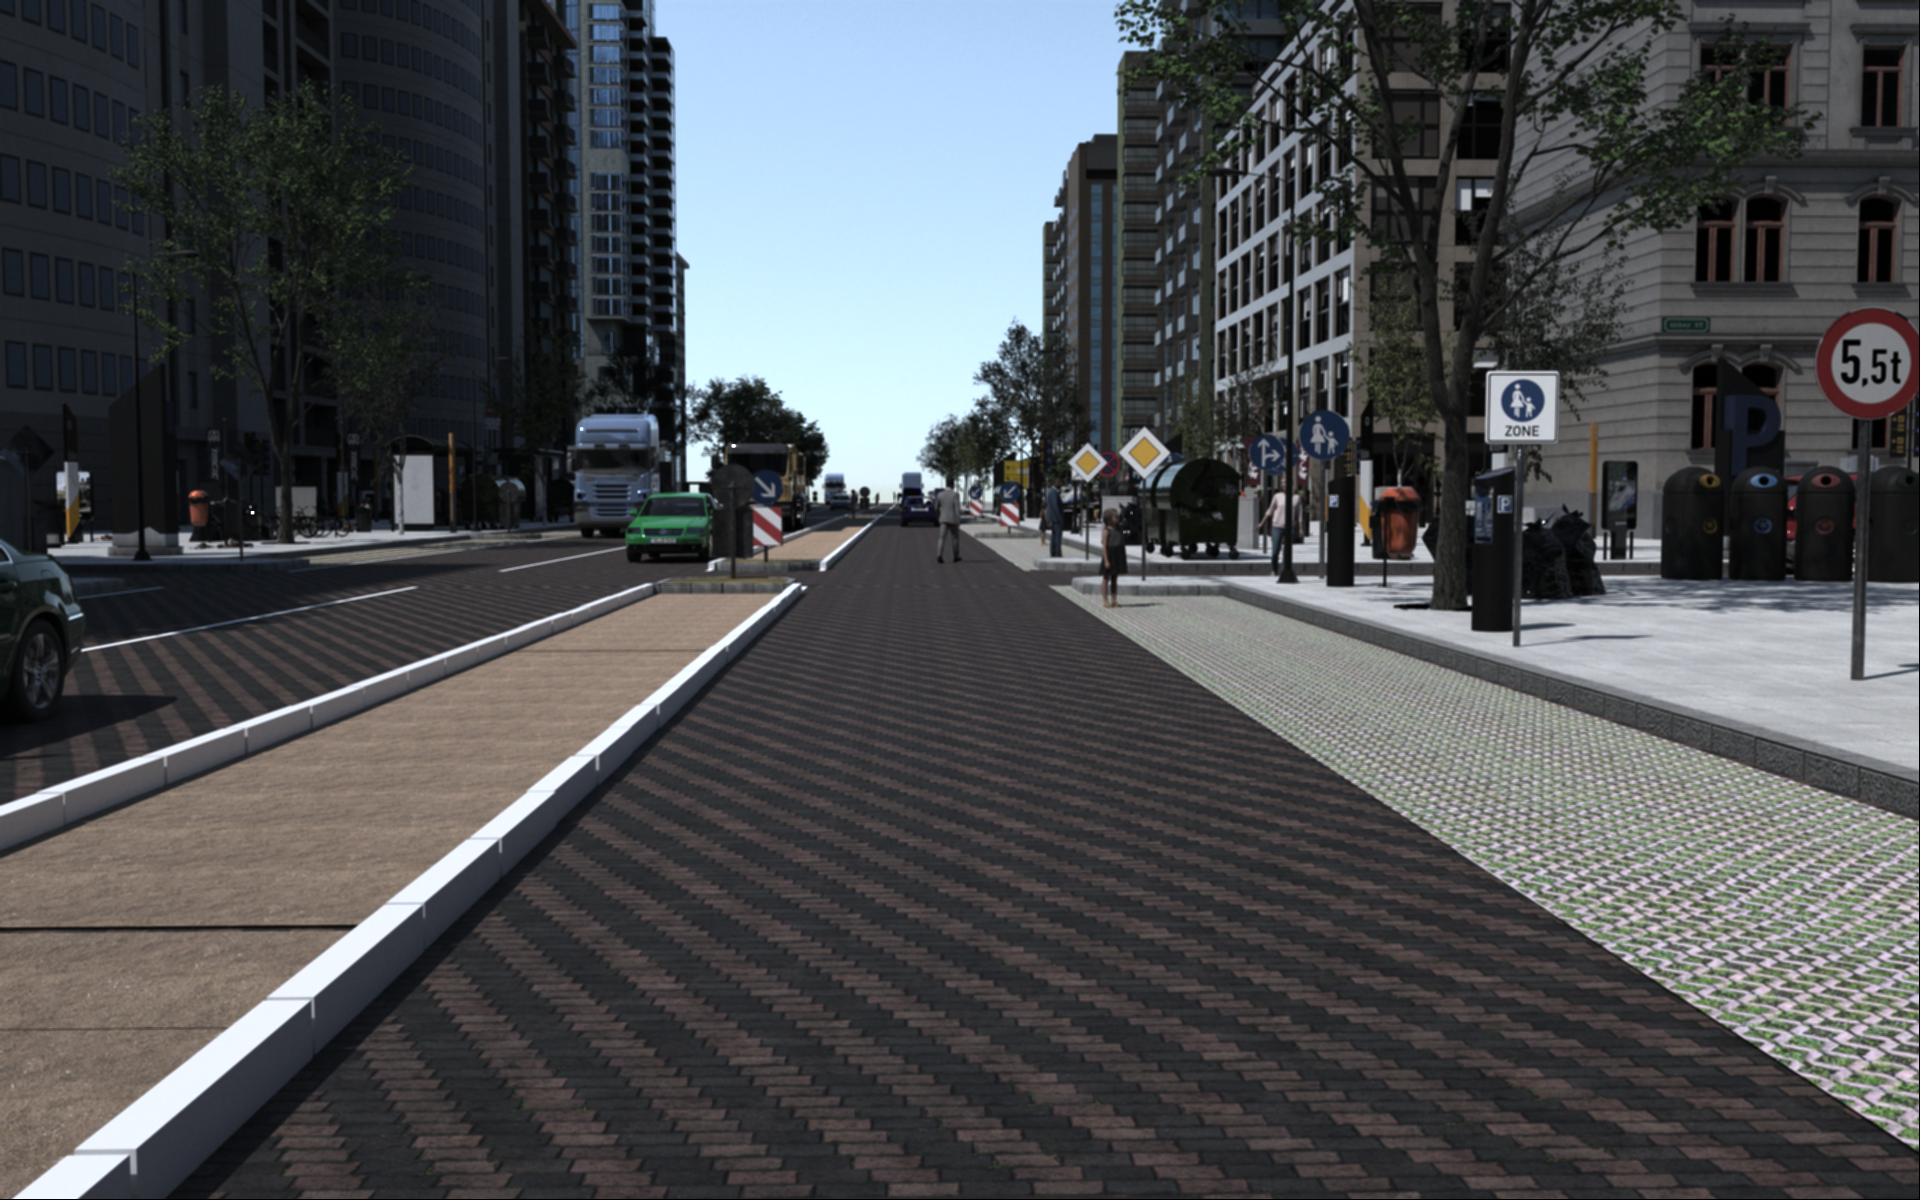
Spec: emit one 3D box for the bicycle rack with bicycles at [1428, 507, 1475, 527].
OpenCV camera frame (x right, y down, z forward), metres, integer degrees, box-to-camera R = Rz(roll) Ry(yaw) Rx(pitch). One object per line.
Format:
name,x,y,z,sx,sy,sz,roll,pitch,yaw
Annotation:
bicycle rack with bicycles,14.432,-2.137,48.322,2.852,0.926,2.925,0,4,6

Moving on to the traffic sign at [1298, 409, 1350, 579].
traffic sign,5.492,-1.597,26.210,0.768,2.556,0.104,0,4,3

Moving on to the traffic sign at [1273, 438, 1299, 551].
traffic sign,7.266,-2.391,39.200,0.768,2.556,0.104,0,4,1

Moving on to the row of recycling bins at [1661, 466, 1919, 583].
row of recycling bins,12.331,-1.139,25.744,3.534,1.692,1.069,1,4,17

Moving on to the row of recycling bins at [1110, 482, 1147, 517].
row of recycling bins,6.644,-3.114,58.028,3.534,1.692,1.069,-2,4,-28

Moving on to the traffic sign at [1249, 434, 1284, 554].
traffic sign,6.552,-2.264,37.120,0.768,2.556,0.104,0,4,-1

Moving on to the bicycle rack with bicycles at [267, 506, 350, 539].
bicycle rack with bicycles,-19.492,-2.316,51.251,2.925,0.926,2.852,-3,5,-42

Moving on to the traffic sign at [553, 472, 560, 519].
traffic sign,-20.887,-5.439,89.029,0.768,2.556,0.104,0,4,5

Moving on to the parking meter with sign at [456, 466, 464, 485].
parking meter with sign,-30.931,-6.761,106.810,0.543,3.016,1.738,0,4,3

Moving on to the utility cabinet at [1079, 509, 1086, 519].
utility cabinet,6.513,-4.806,89.739,0.306,1.237,1.020,-1,4,-19

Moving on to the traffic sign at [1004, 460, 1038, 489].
traffic sign,3.762,-6.773,104.609,2.265,3.308,0.079,0,3,0

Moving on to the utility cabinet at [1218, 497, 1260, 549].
utility cabinet,6.477,-1.793,40.481,1.020,1.237,0.306,3,4,36

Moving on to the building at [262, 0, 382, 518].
building,-43.283,-40.021,92.601,20.563,71.187,20.611,0,4,-2

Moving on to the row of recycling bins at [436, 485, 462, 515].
row of recycling bins,-23.371,-4.574,81.890,3.534,1.692,1.069,-2,4,-33

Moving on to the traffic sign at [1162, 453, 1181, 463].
traffic sign,6.554,-3.260,53.413,0.768,2.556,0.104,0,4,0

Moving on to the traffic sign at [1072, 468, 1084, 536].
traffic sign,3.687,-3.088,52.616,0.606,2.300,0.079,0,4,0

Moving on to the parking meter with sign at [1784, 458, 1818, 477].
parking meter with sign,17.740,-2.470,36.650,1.738,3.016,0.543,0,4,6

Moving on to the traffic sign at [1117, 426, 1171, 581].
traffic sign,2.710,-1.338,25.525,0.795,2.450,0.064,0,4,-2

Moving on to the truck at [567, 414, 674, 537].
truck,-11.688,-4.553,64.195,2.967,4.110,18.799,0,4,-3

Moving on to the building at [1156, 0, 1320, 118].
building,28.171,-31.919,141.481,23.786,49.044,30.456,0,4,-2

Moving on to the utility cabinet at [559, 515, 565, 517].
utility cabinet,-22.014,-5.199,93.683,1.173,1.500,0.318,-2,4,-26

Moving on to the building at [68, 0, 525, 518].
building,-44.215,-35.375,120.381,21.231,58.520,28.212,0,4,-2

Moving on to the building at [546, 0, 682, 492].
building,-46.967,-55.487,219.882,22.319,86.520,31.000,0,4,-2

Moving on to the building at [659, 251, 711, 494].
building,-52.573,-34.073,248.973,32.217,40.220,23.993,0,4,-2

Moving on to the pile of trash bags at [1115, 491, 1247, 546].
pile of trash bags,5.508,-2.072,43.630,3.447,1.369,1.912,1,4,11

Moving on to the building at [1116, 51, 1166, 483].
building,21.637,-29.382,163.986,14.154,41.232,14.086,0,4,-2

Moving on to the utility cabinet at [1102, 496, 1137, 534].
utility cabinet,4.614,-2.384,50.133,1.020,1.237,0.306,2,4,34

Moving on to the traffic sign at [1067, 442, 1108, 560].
traffic sign,2.464,-1.827,33.507,0.795,2.450,0.064,0,4,-2

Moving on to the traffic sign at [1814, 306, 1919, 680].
traffic sign,6.195,-0.720,11.879,0.768,2.556,0.104,0,4,-1

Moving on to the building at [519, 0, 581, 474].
building,-45.445,-30.268,149.511,22.147,44.769,28.867,0,4,-2

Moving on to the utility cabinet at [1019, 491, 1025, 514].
utility cabinet,3.732,-6.100,108.408,0.318,1.500,1.173,-1,4,-20

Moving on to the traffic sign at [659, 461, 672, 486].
traffic sign,-19.116,-6.988,108.122,2.265,3.308,0.079,0,4,2

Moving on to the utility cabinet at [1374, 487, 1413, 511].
utility cabinet,12.864,-2.616,51.446,0.318,1.500,1.173,-3,4,-38

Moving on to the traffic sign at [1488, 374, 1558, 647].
traffic sign,4.680,-0.756,14.496,0.606,2.300,0.079,0,4,0

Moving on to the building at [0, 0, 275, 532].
building,-40.436,-31.725,60.709,21.231,58.520,28.212,0,4,-2

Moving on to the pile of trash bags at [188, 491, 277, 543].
pile of trash bags,-19.958,-2.271,46.886,1.912,1.369,3.447,0,4,0

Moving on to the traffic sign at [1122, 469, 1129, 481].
traffic sign,7.073,-4.341,70.972,0.884,2.594,0.081,0,4,6

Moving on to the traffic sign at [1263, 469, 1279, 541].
traffic sign,8.531,-2.880,47.186,0.768,2.556,0.104,0,4,0

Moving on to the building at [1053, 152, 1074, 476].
building,24.585,-37.863,238.661,23.786,49.044,30.456,0,4,-2

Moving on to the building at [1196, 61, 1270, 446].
building,23.316,-21.271,119.484,14.160,30.474,14.107,0,4,-2

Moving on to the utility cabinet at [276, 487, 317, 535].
utility cabinet,-20.638,-2.763,53.858,1.173,1.500,0.318,-1,4,-22

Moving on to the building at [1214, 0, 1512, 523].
building,26.199,-17.604,92.345,19.350,26.468,34.151,0,4,-2

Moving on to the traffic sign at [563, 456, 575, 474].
traffic sign,-20.120,-6.042,92.665,2.265,3.308,0.079,0,4,5

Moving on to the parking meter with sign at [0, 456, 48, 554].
parking meter with sign,-19.101,-2.342,34.553,0.543,3.016,1.738,1,4,19

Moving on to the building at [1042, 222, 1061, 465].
building,19.315,-35.345,261.478,14.154,41.232,14.086,0,4,-2

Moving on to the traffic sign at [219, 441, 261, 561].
traffic sign,-13.723,-1.797,33.031,0.795,2.450,0.064,0,4,-2

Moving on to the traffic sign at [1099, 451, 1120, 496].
traffic sign,4.363,-3.130,51.290,0.768,2.556,0.104,0,4,6

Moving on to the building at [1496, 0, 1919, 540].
building,30.377,-16.327,54.330,23.554,28.519,14.401,0,4,-2

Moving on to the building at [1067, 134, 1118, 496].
building,20.928,-34.616,216.076,14.600,45.320,14.200,0,4,-2

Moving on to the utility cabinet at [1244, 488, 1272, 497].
utility cabinet,10.795,-3.320,62.959,0.318,1.500,1.173,-3,5,-43

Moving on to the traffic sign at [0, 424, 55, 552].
traffic sign,-13.477,-1.309,25.049,0.795,2.450,0.064,0,4,-2
